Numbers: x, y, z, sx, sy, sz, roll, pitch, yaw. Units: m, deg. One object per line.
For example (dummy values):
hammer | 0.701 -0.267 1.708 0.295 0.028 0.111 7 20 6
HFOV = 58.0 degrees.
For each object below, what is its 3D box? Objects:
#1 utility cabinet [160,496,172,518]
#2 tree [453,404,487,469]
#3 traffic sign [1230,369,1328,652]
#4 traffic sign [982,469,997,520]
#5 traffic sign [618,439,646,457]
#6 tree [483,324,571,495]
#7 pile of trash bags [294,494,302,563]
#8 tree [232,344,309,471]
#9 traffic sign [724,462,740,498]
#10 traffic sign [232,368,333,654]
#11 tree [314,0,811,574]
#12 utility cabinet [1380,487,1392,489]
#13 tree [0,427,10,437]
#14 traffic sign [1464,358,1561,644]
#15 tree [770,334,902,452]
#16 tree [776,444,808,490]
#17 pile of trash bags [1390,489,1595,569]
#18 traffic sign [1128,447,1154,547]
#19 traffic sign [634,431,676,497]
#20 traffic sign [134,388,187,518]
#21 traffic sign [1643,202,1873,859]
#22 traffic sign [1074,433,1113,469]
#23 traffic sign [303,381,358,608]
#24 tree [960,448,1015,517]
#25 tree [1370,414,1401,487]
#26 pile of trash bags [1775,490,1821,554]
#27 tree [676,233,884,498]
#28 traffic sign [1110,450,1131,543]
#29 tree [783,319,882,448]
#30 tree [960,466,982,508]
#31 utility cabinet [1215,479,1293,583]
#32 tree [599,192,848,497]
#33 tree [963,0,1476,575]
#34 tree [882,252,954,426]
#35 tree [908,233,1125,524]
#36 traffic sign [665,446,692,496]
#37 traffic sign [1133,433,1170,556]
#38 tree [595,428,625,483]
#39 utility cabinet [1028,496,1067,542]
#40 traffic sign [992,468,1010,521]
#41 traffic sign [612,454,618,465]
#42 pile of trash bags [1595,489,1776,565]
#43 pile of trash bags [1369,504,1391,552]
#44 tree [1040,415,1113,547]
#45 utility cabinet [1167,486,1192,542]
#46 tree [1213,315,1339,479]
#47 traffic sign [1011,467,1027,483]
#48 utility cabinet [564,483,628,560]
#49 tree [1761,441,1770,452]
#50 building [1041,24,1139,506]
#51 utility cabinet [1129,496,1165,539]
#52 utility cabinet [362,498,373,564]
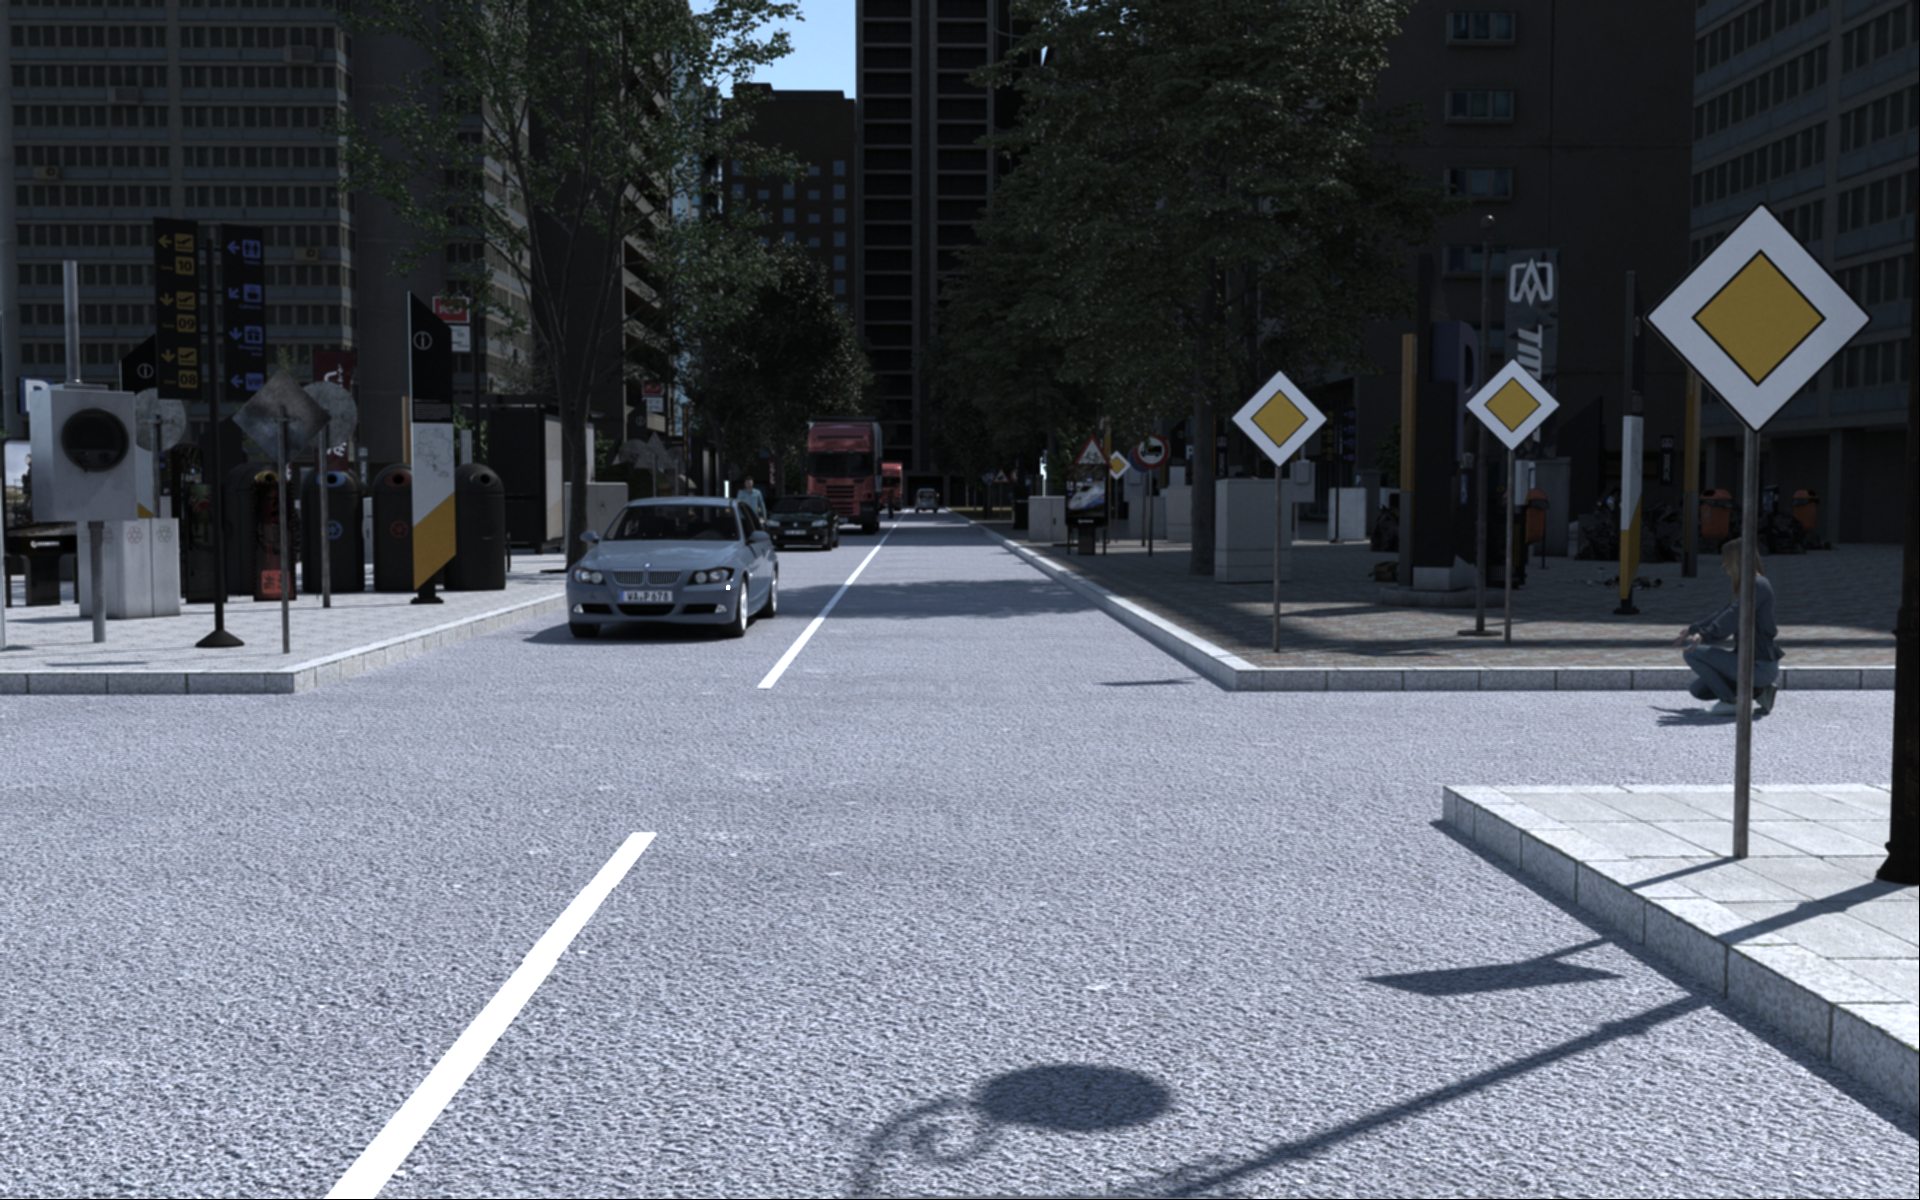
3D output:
utility cabinet | -22.437 -2.305 48.849 1.020 1.237 0.306 -3 4 -39
tree | -17.822 -4.746 61.315 4.285 4.588 4.351 0 3 0
traffic sign | 2.573 -0.636 14.037 0.795 2.450 0.064 0 4 -1
traffic sign | 1.484 -5.315 87.008 0.768 2.556 0.104 0 4 2
traffic sign | -7.525 -2.444 40.069 0.768 2.556 0.104 0 4 2
tree | -18.974 -7.618 74.918 4.360 8.622 3.978 0 3 0
pile of trash bags | -13.173 -1.360 31.991 1.912 1.369 3.447 1 4 13
tree | -33.523 -8.214 84.660 4.737 8.622 4.395 0 3 0
traffic sign | -9.179 -4.233 69.312 0.768 2.556 0.104 0 4 1
traffic sign | -5.420 -0.626 13.877 0.795 2.450 0.064 0 4 -1
tree | -6.218 -6.237 27.738 9.928 11.665 9.643 0 3 0
utility cabinet | 13.814 -2.964 57.136 0.318 1.500 1.173 -1 4 -15
tree | -40.359 -5.342 71.055 4.285 4.588 4.351 0 3 0
traffic sign | 4.686 -0.830 14.759 0.795 2.450 0.064 0 4 8
tree | -9.331 -13.280 127.496 12.009 13.543 11.850 0 3 0
tree | -8.817 -6.991 98.019 4.285 4.588 4.351 0 3 0
pile of trash bags | 9.494 -1.308 31.137 1.912 1.369 3.447 -1 4 -14
traffic sign | 4.478 -2.574 42.189 0.768 2.556 0.104 0 4 2
traffic sign | -6.301 -2.189 35.786 0.884 2.594 0.081 0 3 0
traffic sign | -9.642 -1.264 20.770 0.768 2.556 0.104 0 4 5
traffic sign | 2.754 -0.147 6.054 0.795 2.450 0.064 0 4 -1
traffic sign | 2.823 -2.264 37.026 0.884 2.594 0.081 0 4 4
traffic sign | -7.163 -1.186 19.505 0.768 2.556 0.104 0 4 1
tree | 1.512 -7.003 98.220 4.285 4.588 4.351 0 3 0
tree | 16.878 -4.902 63.857 4.285 4.588 4.351 0 3 0
pile of trash bags | 17.416 -1.694 37.453 3.447 1.369 1.912 -2 4 -32
tree | -8.044 -9.750 76.413 9.611 12.733 9.660 0 3 0
traffic sign | 4.111 -2.711 45.509 0.795 2.450 0.064 0 4 6
tree | -8.485 -11.793 110.943 7.486 12.596 7.792 0 3 0
tree | 0.836 -12.868 160.759 4.737 8.622 4.395 0 3 0
utility cabinet | 4.239 -1.000 25.036 1.173 1.500 0.318 -2 4 -29
tree | -7.123 -7.244 52.846 8.767 10.594 7.601 1 4 16
tree | 3.959 -6.647 26.800 7.486 12.596 7.792 0 3 0
tree | 2.678 -8.551 57.932 7.486 12.596 7.792 0 3 0
tree | 2.627 -9.589 73.789 9.611 12.733 9.660 0 3 0
traffic sign | -7.547 -2.823 46.254 0.768 2.556 0.104 0 4 1
traffic sign | 3.931 -2.175 35.675 0.768 2.556 0.104 0 4 1
tree | -18.104 -6.310 86.889 4.285 4.588 4.351 0 3 0
utility cabinet | 2.354 -2.156 46.411 1.020 1.237 0.306 0 4 8
traffic sign | 1.973 -5.076 83.001 0.884 2.594 0.081 0 4 7
traffic sign | -9.412 -2.948 48.205 0.884 2.594 0.081 0 4 8
pile of trash bags | 13.231 -1.399 32.634 1.912 1.369 3.447 -1 4 -18
pile of trash bags | 10.964 -1.757 38.475 3.447 1.369 1.912 0 4 -6
tree | 2.731 -2.951 42.852 1.663 3.219 1.824 0 3 0
utility cabinet | 5.948 -2.255 45.545 0.318 1.500 1.173 -2 4 -32
tree | 13.071 -7.250 68.902 4.360 8.622 3.978 0 3 0
traffic sign | 2.731 -4.891 80.067 0.768 2.556 0.104 0 4 7
utility cabinet | -6.995 -1.508 33.328 1.173 1.500 0.318 -1 4 -21
tree | 30.934 -7.009 64.961 4.737 8.622 4.395 0 3 0
building | 23.040 -37.376 200.343 27.495 52.752 28.713 0 4 -1
utility cabinet | 5.385 -2.366 49.845 1.020 1.237 0.306 0 4 5
utility cabinet | -10.934 -1.290 32.249 0.306 1.237 1.020 -2 4 -33
